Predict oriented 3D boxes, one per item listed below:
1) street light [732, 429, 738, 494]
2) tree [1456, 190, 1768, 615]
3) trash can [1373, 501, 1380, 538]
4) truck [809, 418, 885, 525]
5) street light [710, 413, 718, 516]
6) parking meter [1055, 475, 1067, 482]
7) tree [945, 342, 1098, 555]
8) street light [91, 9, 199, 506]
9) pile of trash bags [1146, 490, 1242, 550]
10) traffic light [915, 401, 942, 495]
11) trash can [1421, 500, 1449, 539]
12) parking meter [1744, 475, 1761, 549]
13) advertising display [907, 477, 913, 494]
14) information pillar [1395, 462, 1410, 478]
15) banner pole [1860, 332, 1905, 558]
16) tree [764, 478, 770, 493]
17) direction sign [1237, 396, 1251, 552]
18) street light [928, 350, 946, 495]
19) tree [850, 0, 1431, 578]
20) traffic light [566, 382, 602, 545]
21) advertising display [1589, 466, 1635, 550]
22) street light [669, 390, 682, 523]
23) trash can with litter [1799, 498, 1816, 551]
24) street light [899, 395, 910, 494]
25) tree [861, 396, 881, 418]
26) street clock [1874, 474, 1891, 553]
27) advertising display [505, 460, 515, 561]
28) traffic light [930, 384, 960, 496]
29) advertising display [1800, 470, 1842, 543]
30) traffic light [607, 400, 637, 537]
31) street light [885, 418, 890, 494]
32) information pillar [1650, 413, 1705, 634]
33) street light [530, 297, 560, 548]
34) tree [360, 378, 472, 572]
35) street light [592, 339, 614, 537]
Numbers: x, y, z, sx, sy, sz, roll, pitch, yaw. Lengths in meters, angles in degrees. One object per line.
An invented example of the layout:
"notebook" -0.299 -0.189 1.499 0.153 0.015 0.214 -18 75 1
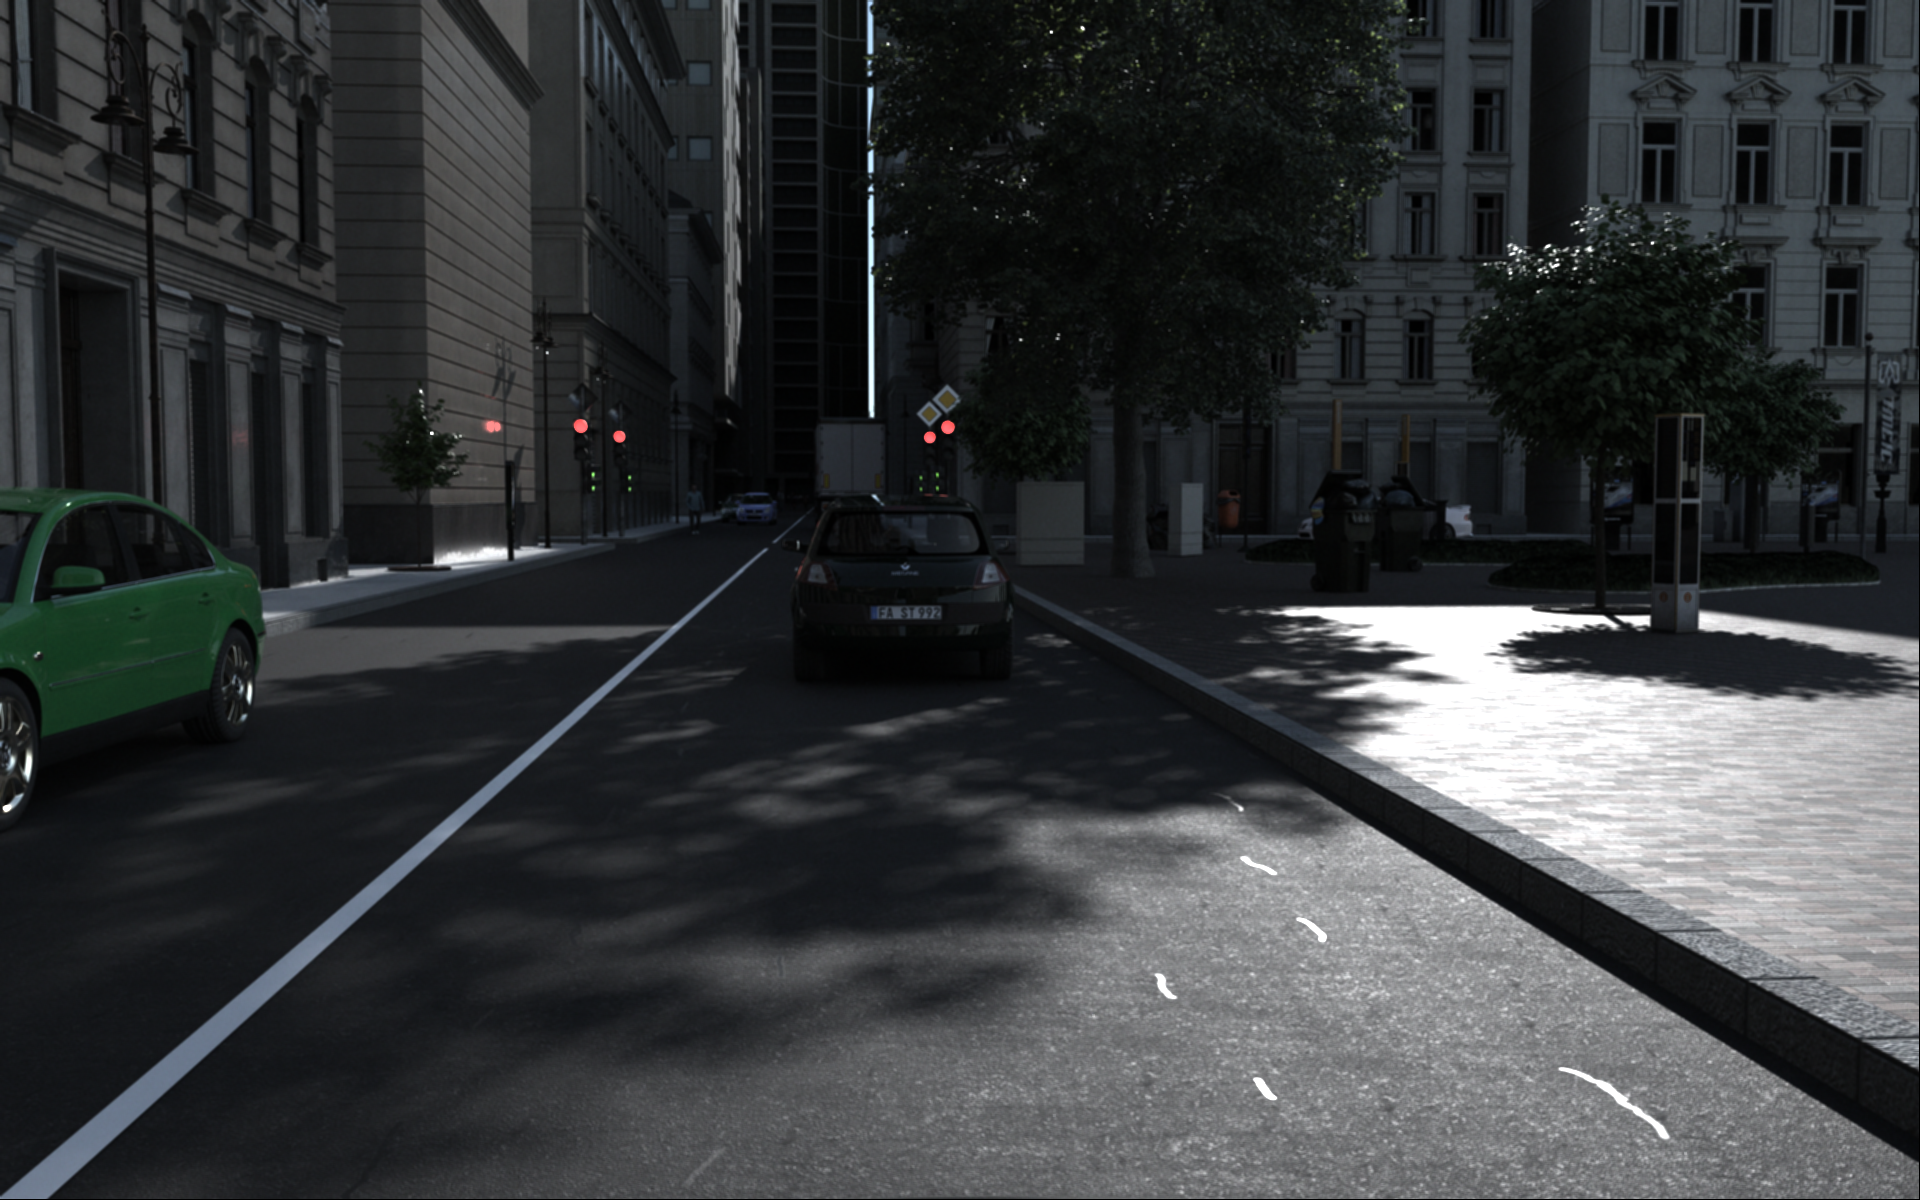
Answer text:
"street light" -16.030 -9.204 123.273 0.468 5.910 1.993 0 4 -4
"tree" 7.112 -2.155 18.942 4.285 4.588 4.351 0 3 0
"trash can" 8.510 -1.515 36.416 0.748 1.137 0.748 0 3 0
"truck" -4.541 -4.906 69.130 2.839 4.237 11.283 0 4 -6
"street light" -14.147 -7.754 99.572 0.468 5.910 1.993 0 4 -4
"parking meter" 3.028 -2.827 51.932 0.255 1.863 0.399 2 4 28
"tree" 1.334 -3.271 37.195 4.285 4.588 4.351 0 3 0
"street light" -8.014 -2.716 17.197 0.468 5.910 1.993 0 4 -4
"pile of trash bags" 5.367 -1.912 41.015 3.447 1.369 1.912 -3 4 -38
"traffic light" -0.943 -3.875 52.282 0.839 4.253 0.868 0 4 -4
"trash can" 10.853 -1.723 39.826 0.748 1.137 0.748 0 3 0
"parking meter" 18.458 -2.117 40.329 0.255 1.863 0.399 3 5 42
"advertising display" -1.874 -3.647 64.850 0.123 1.923 0.974 -1 4 -9
"information pillar" 10.050 -2.134 39.389 0.304 2.012 0.304 1 4 17
"banner pole" 14.308 -2.261 26.987 0.863 3.779 0.401 -1 4 -13
"tree" -19.567 -10.881 172.503 1.663 3.219 1.824 0 3 0
"direction sign" 6.348 -2.838 38.400 0.379 3.537 0.876 0 4 -1
"street light" -0.744 -5.074 55.753 0.468 5.910 1.993 0 4 -4
"tree" 2.659 -7.322 26.378 9.857 13.997 8.962 0 3 0
"traffic light" -9.478 -3.345 43.618 0.839 4.253 0.868 0 4 -4
"advertising display" 14.866 -2.097 39.502 0.974 1.923 0.123 0 4 0
"street light" -12.410 -6.304 75.859 0.468 5.910 1.993 0 4 -4
"trash can with litter" 15.527 -1.248 31.457 1.678 1.210 2.233 2 4 29
"street light" -2.517 -6.524 79.462 0.468 5.910 1.993 0 4 -4
"tree" -5.590 -11.044 130.936 4.360 8.622 3.978 0 3 0
"street clock" 20.133 -2.033 37.815 0.358 2.002 0.471 1 4 22
"advertising display" -8.706 -1.733 33.552 0.123 1.923 0.974 -1 4 -12
"traffic light" -0.344 -3.388 44.319 0.839 4.253 0.868 0 4 -4
"advertising display" 22.854 -2.495 46.011 0.974 1.923 0.123 3 5 44
"traffic light" -10.078 -3.832 51.581 0.839 4.253 0.868 0 4 -4
"street light" -4.356 -7.974 103.166 0.468 5.910 1.993 0 4 -4
"information pillar" 6.604 -0.701 15.954 0.304 2.012 0.304 -2 4 -25
"street light" -9.776 -4.166 40.907 0.468 5.910 1.993 0 4 -4
"tree" -9.032 -2.102 28.966 1.663 3.219 1.824 0 3 0
"street light" -10.651 -4.832 51.787 0.468 5.910 1.993 0 4 -4
